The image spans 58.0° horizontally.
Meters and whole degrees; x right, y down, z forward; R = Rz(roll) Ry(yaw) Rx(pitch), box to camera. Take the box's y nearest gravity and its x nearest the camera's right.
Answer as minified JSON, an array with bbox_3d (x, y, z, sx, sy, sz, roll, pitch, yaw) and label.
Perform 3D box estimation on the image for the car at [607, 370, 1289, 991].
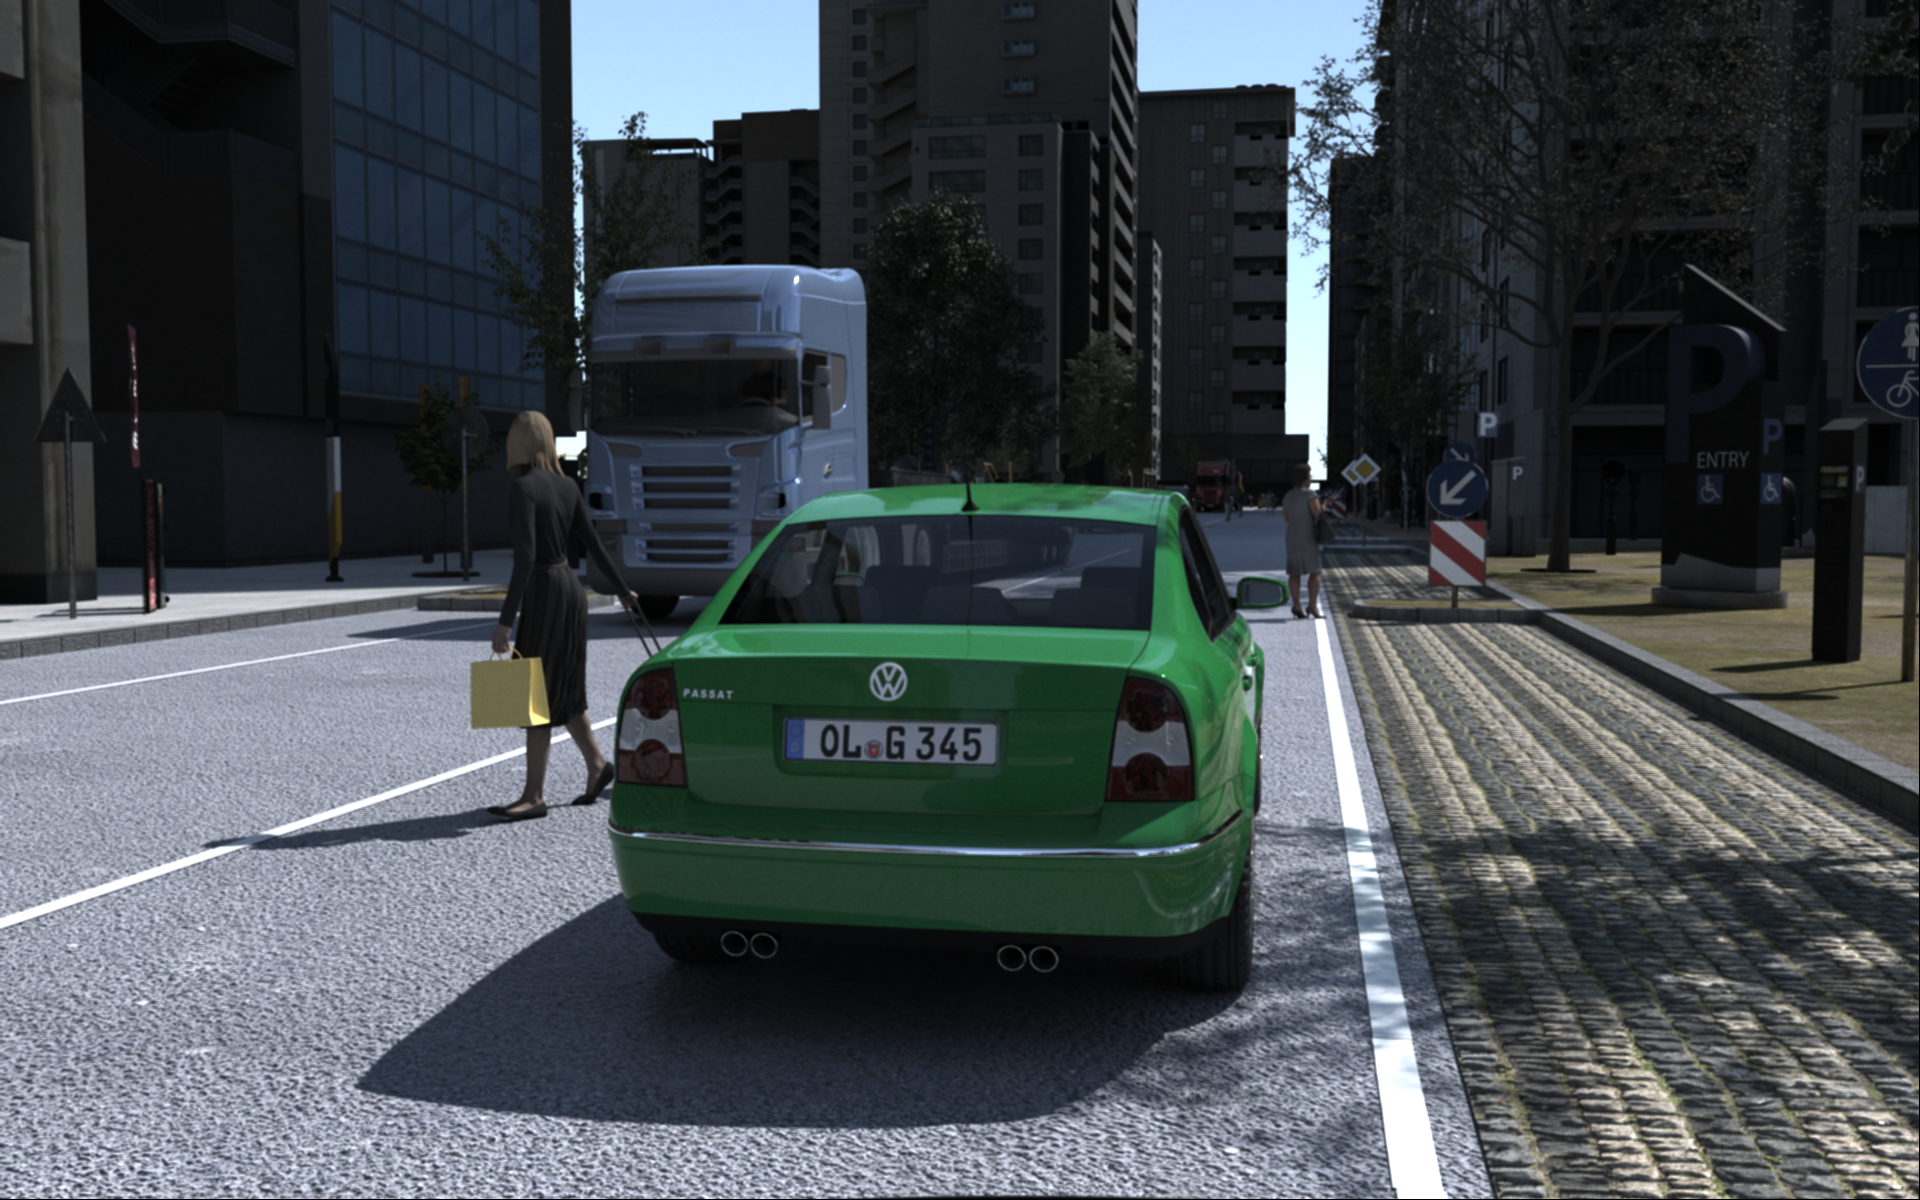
[{"bbox_3d":[0.236,0.141,6.489,1.959,1.807,4.718,1,4,11],"label":"car"}]

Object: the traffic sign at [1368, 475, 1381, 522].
[{"bbox_3d":[19.154,-4.927,80.565,0.884,2.594,0.081,1,4,17],"label":"traffic sign"}]

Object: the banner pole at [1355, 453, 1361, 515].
[{"bbox_3d":[24.532,-7.117,106.383,0.401,3.779,0.863,-1,4,-16],"label":"banner pole"}]

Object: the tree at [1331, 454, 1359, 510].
[{"bbox_3d":[31.743,-9.572,140.218,4.285,4.588,4.351,0,3,0],"label":"tree"}]

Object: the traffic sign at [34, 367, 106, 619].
[{"bbox_3d":[-9.129,-1.086,17.753,0.884,2.594,0.081,1,4,16],"label":"traffic sign"}]

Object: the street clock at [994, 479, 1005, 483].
[{"bbox_3d":[1.864,-4.725,81.824,0.471,2.002,0.358,-2,4,-25],"label":"street clock"}]

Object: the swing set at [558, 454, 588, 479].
[{"bbox_3d":[-15.283,-4.408,69.692,2.862,2.851,3.119,1,4,16],"label":"swing set"}]

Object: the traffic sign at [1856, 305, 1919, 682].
[{"bbox_3d":[6.497,-0.715,11.795,0.768,2.556,0.104,1,4,19],"label":"traffic sign"}]

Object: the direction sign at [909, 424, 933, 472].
[{"bbox_3d":[-1.253,-3.920,56.086,0.876,3.537,0.379,2,4,30],"label":"direction sign"}]

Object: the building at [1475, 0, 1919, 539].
[{"bbox_3d":[28.614,-37.738,55.265,20.611,71.187,20.563,1,4,11],"label":"building"}]

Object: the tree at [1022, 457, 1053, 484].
[{"bbox_3d":[3.386,-5.410,83.049,1.663,3.219,1.824,0,3,0],"label":"tree"}]

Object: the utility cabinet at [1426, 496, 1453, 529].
[{"bbox_3d":[17.695,-3.219,63.788,1.020,1.237,0.306,0,4,-2],"label":"utility cabinet"}]

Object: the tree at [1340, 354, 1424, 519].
[{"bbox_3d":[22.148,-8.581,90.656,4.360,8.622,3.978,0,3,0],"label":"tree"}]

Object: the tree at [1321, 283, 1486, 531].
[{"bbox_3d":[15.717,-6.717,60.185,4.737,8.622,4.395,0,3,0],"label":"tree"}]

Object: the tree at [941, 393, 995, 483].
[{"bbox_3d":[-0.702,-9.140,99.808,4.737,8.622,4.395,0,3,0],"label":"tree"}]

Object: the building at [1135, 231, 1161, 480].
[{"bbox_3d":[15.106,-25.751,192.733,14.107,30.474,14.160,1,4,11],"label":"building"}]

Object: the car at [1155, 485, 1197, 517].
[{"bbox_3d":[9.415,-4.176,76.948,2.281,1.827,5.304,1,4,11],"label":"car"}]

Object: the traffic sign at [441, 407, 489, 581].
[{"bbox_3d":[-7.264,-1.547,25.394,0.768,2.556,0.104,1,4,15],"label":"traffic sign"}]

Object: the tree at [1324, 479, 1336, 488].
[{"bbox_3d":[39.168,-11.402,181.016,1.663,3.219,1.824,0,3,0],"label":"tree"}]

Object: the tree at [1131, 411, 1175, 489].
[{"bbox_3d":[15.614,-12.060,147.537,4.360,8.622,3.978,0,3,0],"label":"tree"}]

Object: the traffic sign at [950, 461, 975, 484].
[{"bbox_3d":[0.072,-2.978,52.325,0.795,2.450,0.064,1,4,11],"label":"traffic sign"}]

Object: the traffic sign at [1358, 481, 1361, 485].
[{"bbox_3d":[23.581,-6.176,100.983,0.884,2.594,0.081,1,4,15],"label":"traffic sign"}]

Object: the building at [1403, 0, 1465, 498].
[{"bbox_3d":[39.111,-29.694,105.102,23.786,49.044,30.456,1,4,11],"label":"building"}]

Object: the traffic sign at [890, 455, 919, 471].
[{"bbox_3d":[-1.455,-2.498,44.487,0.795,2.450,0.064,1,4,11],"label":"traffic sign"}]

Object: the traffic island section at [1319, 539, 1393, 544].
[{"bbox_3d":[11.425,-1.706,50.178,2.009,0.180,2.903,1,4,11],"label":"traffic island section"}]

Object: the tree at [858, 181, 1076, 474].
[{"bbox_3d":[-0.816,-8.994,64.053,9.611,12.733,9.660,0,3,0],"label":"tree"}]

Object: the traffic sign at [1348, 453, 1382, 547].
[{"bbox_3d":[9.873,-2.362,42.268,0.795,2.450,0.064,1,4,11],"label":"traffic sign"}]

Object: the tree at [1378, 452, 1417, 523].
[{"bbox_3d":[19.155,-5.012,76.543,1.663,3.219,1.824,0,3,0],"label":"tree"}]

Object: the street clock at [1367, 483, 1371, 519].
[{"bbox_3d":[20.773,-5.092,87.829,0.358,2.002,0.471,1,4,11],"label":"street clock"}]

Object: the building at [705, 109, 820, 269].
[{"bbox_3d":[-20.086,-33.575,199.063,14.200,45.320,14.600,1,4,11],"label":"building"}]

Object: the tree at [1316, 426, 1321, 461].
[{"bbox_3d":[37.612,-13.613,172.941,4.737,8.622,4.395,0,3,0],"label":"tree"}]

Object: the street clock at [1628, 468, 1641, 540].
[{"bbox_3d":[18.713,-2.662,48.098,0.358,2.002,0.471,1,4,9],"label":"street clock"}]

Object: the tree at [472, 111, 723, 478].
[{"bbox_3d":[-6.687,-5.038,32.742,4.737,8.622,4.395,0,3,0],"label":"tree"}]

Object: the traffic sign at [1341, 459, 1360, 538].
[{"bbox_3d":[11.400,-2.842,50.106,0.795,2.450,0.064,1,4,11],"label":"traffic sign"}]

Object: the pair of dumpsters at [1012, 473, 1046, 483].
[{"bbox_3d":[3.157,-4.687,79.134,1.574,2.255,4.437,1,4,11],"label":"pair of dumpsters"}]

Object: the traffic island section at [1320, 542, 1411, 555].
[{"bbox_3d":[9.898,-1.227,42.340,2.009,0.180,2.903,1,4,11],"label":"traffic island section"}]

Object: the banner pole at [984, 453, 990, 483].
[{"bbox_3d":[1.558,-7.092,105.966,0.863,3.779,0.401,-2,4,-30],"label":"banner pole"}]

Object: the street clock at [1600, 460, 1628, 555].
[{"bbox_3d":[13.721,-1.950,36.451,0.471,2.002,0.358,1,4,16],"label":"street clock"}]

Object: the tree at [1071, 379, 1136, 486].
[{"bbox_3d":[9.221,-9.852,111.435,4.737,8.622,4.395,0,3,0],"label":"tree"}]

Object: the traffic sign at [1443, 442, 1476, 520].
[{"bbox_3d":[12.132,-2.569,42.108,0.768,2.556,0.104,1,4,13],"label":"traffic sign"}]

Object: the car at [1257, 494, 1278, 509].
[{"bbox_3d":[29.535,-9.551,166.384,2.015,1.641,3.980,1,4,11],"label":"car"}]

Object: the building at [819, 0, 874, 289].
[{"bbox_3d":[-2.858,-46.057,191.279,20.611,71.187,20.563,1,4,11],"label":"building"}]

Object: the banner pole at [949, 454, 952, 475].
[{"bbox_3d":[-0.517,-6.429,95.123,0.401,3.779,0.863,1,4,11],"label":"banner pole"}]

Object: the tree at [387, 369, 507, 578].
[{"bbox_3d":[-8.169,-1.984,27.044,1.663,3.219,1.824,0,3,0],"label":"tree"}]

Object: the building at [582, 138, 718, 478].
[{"bbox_3d":[-34.584,-31.697,201.841,14.086,41.232,14.154,1,4,11],"label":"building"}]

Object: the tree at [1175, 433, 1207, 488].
[{"bbox_3d":[27.004,-15.444,202.870,4.737,8.622,4.395,0,3,0],"label":"tree"}]

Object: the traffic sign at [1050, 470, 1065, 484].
[{"bbox_3d":[5.130,-5.583,91.392,0.768,2.556,0.104,1,4,15],"label":"traffic sign"}]

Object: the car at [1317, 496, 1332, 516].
[{"bbox_3d":[23.069,-6.026,111.105,1.945,1.354,3.894,1,4,10],"label":"car"}]

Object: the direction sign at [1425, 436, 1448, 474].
[{"bbox_3d":[18.717,-4.652,68.054,0.876,3.537,0.379,0,4,1],"label":"direction sign"}]

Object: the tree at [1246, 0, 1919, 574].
[{"bbox_3d":[9.987,-7.198,28.055,12.009,13.543,11.850,0,3,0],"label":"tree"}]

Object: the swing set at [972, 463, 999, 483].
[{"bbox_3d":[1.354,-5.516,87.808,2.862,2.851,3.119,0,4,8],"label":"swing set"}]

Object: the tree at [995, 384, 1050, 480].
[{"bbox_3d":[4.047,-10.000,113.864,4.737,8.622,4.395,0,3,0],"label":"tree"}]

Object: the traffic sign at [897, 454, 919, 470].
[{"bbox_3d":[-1.680,-3.360,55.050,0.768,2.556,0.104,1,4,11],"label":"traffic sign"}]

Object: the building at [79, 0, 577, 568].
[{"bbox_3d":[-17.874,-23.645,36.708,14.200,45.320,14.600,1,4,11],"label":"building"}]

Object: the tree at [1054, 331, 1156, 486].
[{"bbox_3d":[10.038,-12.425,121.278,7.486,12.596,7.792,0,3,0],"label":"tree"}]

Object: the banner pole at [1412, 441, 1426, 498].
[{"bbox_3d":[21.711,-5.605,81.666,0.863,3.779,0.401,-1,4,-14],"label":"banner pole"}]

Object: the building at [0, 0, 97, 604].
[{"bbox_3d":[-22.904,-23.702,11.233,21.300,48.544,21.600,1,4,11],"label":"building"}]

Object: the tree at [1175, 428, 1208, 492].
[{"bbox_3d":[25.044,-14.797,192.297,4.360,8.622,3.978,0,3,0],"label":"tree"}]

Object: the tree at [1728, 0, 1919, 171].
[{"bbox_3d":[5.391,-3.499,7.574,4.360,8.622,3.978,0,3,0],"label":"tree"}]
